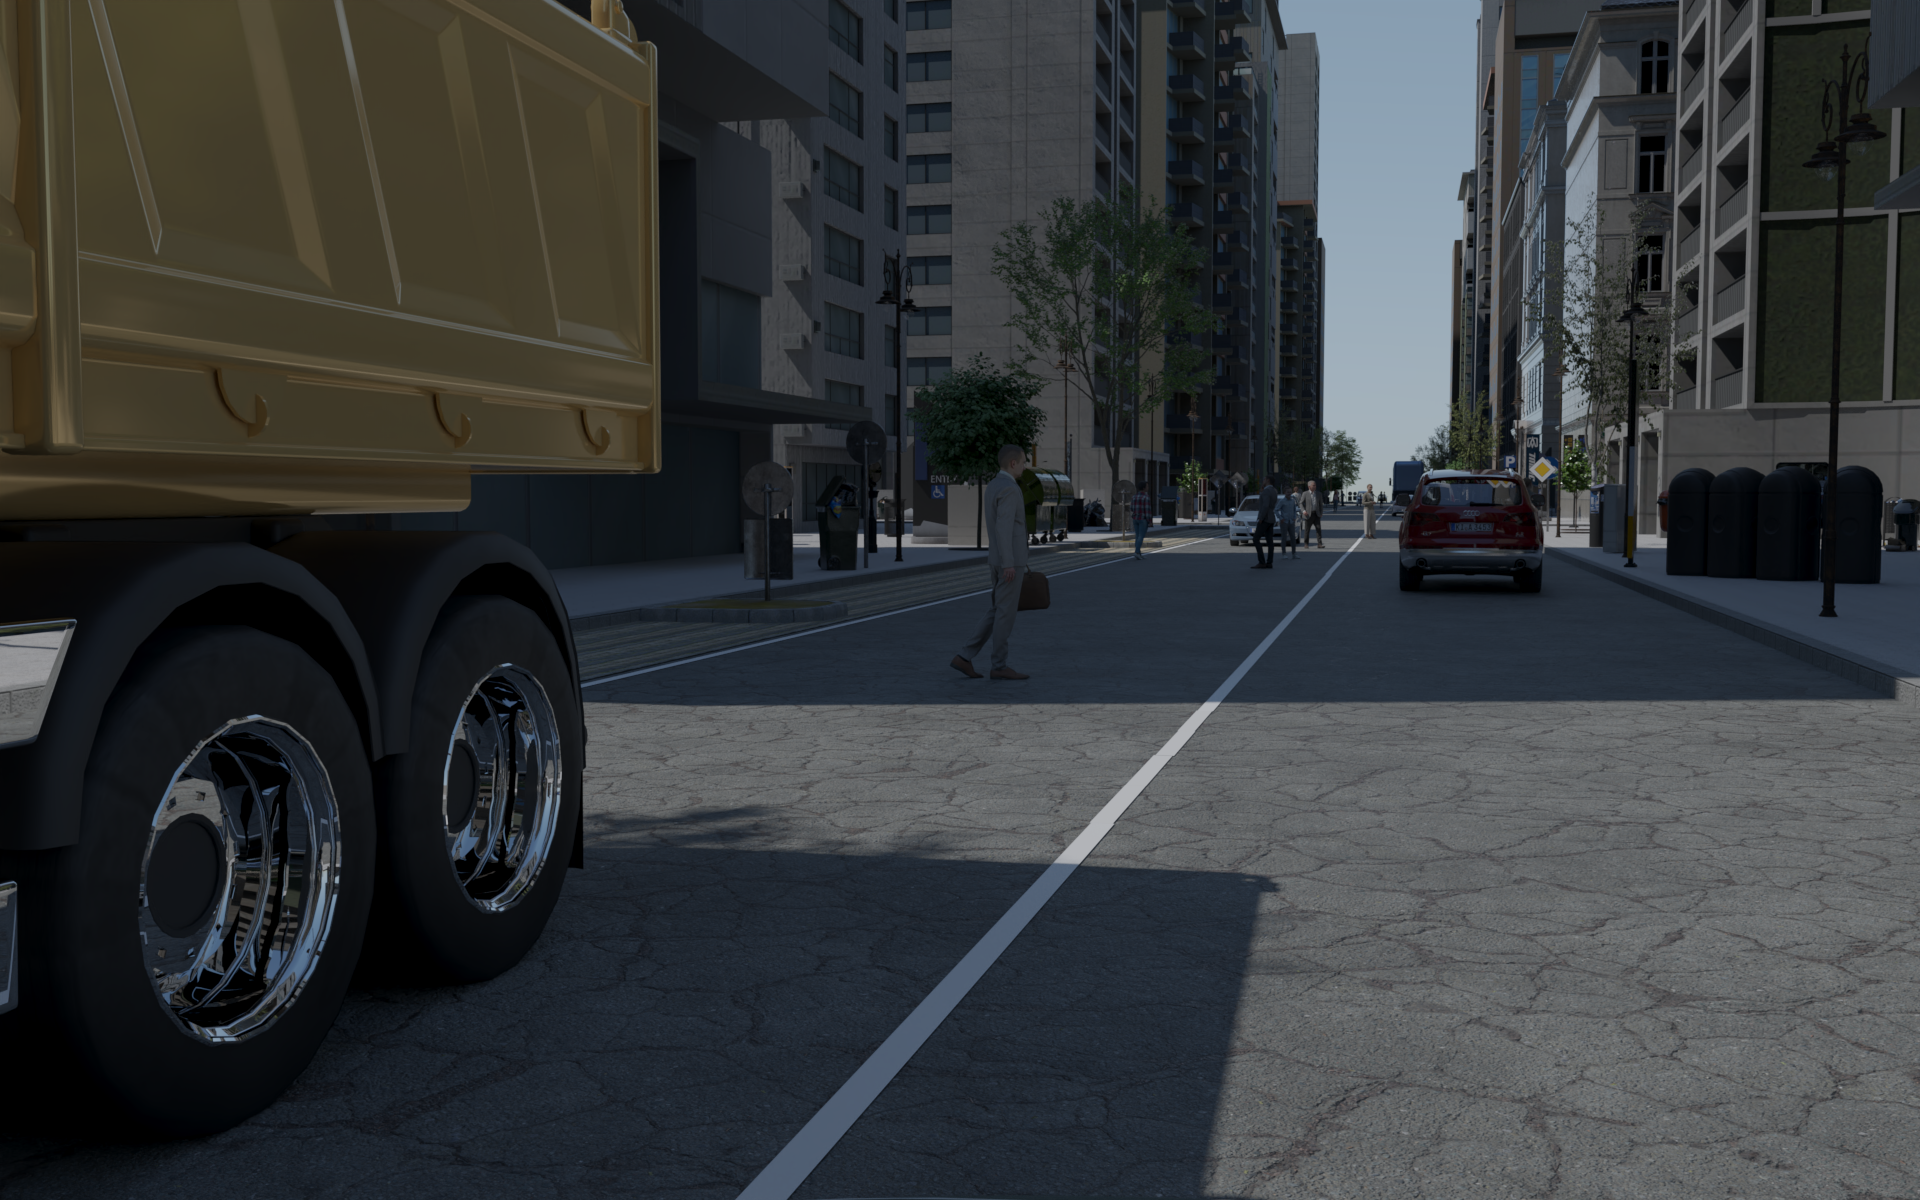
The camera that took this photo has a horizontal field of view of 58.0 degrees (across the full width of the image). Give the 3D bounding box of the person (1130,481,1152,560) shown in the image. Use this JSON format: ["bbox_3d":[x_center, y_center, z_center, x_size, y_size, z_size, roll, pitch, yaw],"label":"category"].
[{"bbox_3d":[3.944,-1.750,37.947,0.643,1.720,0.563,-3,4,-36],"label":"person"}]

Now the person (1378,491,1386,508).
[{"bbox_3d":[43.180,-10.270,177.199,0.721,1.735,1.217,-2,4,-30],"label":"person"}]

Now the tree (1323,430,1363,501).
[{"bbox_3d":[67.380,-23.684,305.362,7.486,12.596,7.792,0,3,0],"label":"tree"}]

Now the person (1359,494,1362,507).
[{"bbox_3d":[44.287,-10.971,191.095,0.599,1.433,0.991,0,4,5],"label":"person"}]

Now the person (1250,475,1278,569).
[{"bbox_3d":[5.870,-1.510,33.378,0.592,1.802,0.473,-3,5,-44],"label":"person"}]

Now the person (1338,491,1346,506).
[{"bbox_3d":[44.072,-11.684,199.613,1.350,1.814,0.705,-3,4,-39],"label":"person"}]

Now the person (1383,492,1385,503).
[{"bbox_3d":[67.784,-16.399,276.556,0.705,1.831,1.348,1,4,15],"label":"person"}]

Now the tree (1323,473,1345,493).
[{"bbox_3d":[55.979,-16.870,259.529,4.285,4.588,4.351,0,3,0],"label":"tree"}]

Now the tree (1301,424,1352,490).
[{"bbox_3d":[47.847,-17.851,226.271,7.601,10.594,8.767,2,4,32],"label":"tree"}]

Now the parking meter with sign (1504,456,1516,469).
[{"bbox_3d":[24.874,-5.001,78.026,0.543,3.016,1.738,1,4,10],"label":"parking meter with sign"}]

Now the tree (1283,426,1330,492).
[{"bbox_3d":[39.225,-14.849,193.138,4.737,8.622,4.395,0,3,0],"label":"tree"}]

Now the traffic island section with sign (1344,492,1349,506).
[{"bbox_3d":[43.916,-11.805,201.632,1.989,1.847,2.006,1,4,14],"label":"traffic island section with sign"}]

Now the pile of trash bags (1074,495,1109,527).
[{"bbox_3d":[4.644,-3.618,68.906,1.912,1.369,3.447,-1,4,-10],"label":"pile of trash bags"}]

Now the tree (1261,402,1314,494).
[{"bbox_3d":[25.751,-11.463,137.789,4.360,8.622,3.978,0,3,0],"label":"tree"}]

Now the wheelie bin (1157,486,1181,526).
[{"bbox_3d":[8.418,-3.781,69.735,0.980,1.594,0.693,1,4,17],"label":"wheelie bin"}]

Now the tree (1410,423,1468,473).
[{"bbox_3d":[63.286,-17.996,228.643,8.767,10.594,7.601,1,4,15],"label":"tree"}]

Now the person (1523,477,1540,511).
[{"bbox_3d":[11.051,-1.512,33.770,0.519,1.759,0.362,2,4,31],"label":"person"}]

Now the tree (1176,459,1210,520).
[{"bbox_3d":[11.652,-5.668,87.273,1.663,3.219,1.824,0,3,0],"label":"tree"}]

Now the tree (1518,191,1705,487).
[{"bbox_3d":[16.058,-5.668,43.030,4.360,8.622,3.978,0,3,0],"label":"tree"}]

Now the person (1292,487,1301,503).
[{"bbox_3d":[15.187,-4.224,78.138,0.480,1.755,0.524,0,4,0],"label":"person"}]

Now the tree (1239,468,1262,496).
[{"bbox_3d":[19.407,-7.481,116.912,1.663,3.219,1.824,0,3,0],"label":"tree"}]

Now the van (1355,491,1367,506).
[{"bbox_3d":[49.215,-12.499,211.365,2.013,2.044,4.112,1,4,13],"label":"van"}]

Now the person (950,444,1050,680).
[{"bbox_3d":[0.361,-0.292,13.387,0.853,1.813,0.709,-1,4,-17],"label":"person"}]

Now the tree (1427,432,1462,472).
[{"bbox_3d":[56.991,-15.407,202.270,4.360,8.622,3.978,0,3,0],"label":"tree"}]

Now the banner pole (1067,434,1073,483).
[{"bbox_3d":[4.563,-5.028,72.217,0.401,3.779,0.863,-1,4,-11],"label":"banner pole"}]

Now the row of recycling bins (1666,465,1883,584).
[{"bbox_3d":[12.212,-1.166,26.171,1.069,1.692,3.534,-2,4,-28],"label":"row of recycling bins"}]

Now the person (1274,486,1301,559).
[{"bbox_3d":[7.232,-1.710,38.268,0.589,1.601,0.330,-1,4,-13],"label":"person"}]

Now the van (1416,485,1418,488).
[{"bbox_3d":[18.234,-3.653,66.741,2.013,2.044,4.112,1,4,14],"label":"van"}]

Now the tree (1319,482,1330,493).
[{"bbox_3d":[52.151,-15.399,246.371,1.663,3.219,1.824,0,3,0],"label":"tree"}]

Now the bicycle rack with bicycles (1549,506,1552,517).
[{"bbox_3d":[31.234,-5.038,95.748,2.925,0.926,2.852,-1,4,-11],"label":"bicycle rack with bicycles"}]

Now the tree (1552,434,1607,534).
[{"bbox_3d":[19.971,-3.776,56.346,1.663,3.219,1.824,0,3,0],"label":"tree"}]

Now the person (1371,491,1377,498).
[{"bbox_3d":[49.162,-12.144,207.019,1.348,1.831,0.705,1,4,13],"label":"person"}]

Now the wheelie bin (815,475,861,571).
[{"bbox_3d":[-2.050,-1.308,29.296,0.693,1.594,0.980,-1,4,-19],"label":"wheelie bin"}]

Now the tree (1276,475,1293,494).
[{"bbox_3d":[29.939,-10.130,160.228,1.663,3.219,1.824,0,3,0],"label":"tree"}]

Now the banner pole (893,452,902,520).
[{"bbox_3d":[-3.110,-5.937,87.094,0.863,3.779,0.401,-1,4,-19],"label":"banner pole"}]

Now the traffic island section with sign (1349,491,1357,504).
[{"bbox_3d":[57.392,-15.036,254.459,1.989,1.847,2.006,1,4,14],"label":"traffic island section with sign"}]

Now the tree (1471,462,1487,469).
[{"bbox_3d":[31.286,-6.749,104.954,1.663,3.219,1.824,0,3,0],"label":"tree"}]

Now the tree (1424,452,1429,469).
[{"bbox_3d":[59.228,-16.041,212.637,4.737,8.622,4.395,0,3,0],"label":"tree"}]

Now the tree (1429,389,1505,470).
[{"bbox_3d":[35.609,-10.406,120.494,4.737,8.622,4.395,0,3,0],"label":"tree"}]

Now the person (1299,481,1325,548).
[{"bbox_3d":[9.262,-2.232,45.389,0.661,1.777,0.834,-1,4,-16],"label":"person"}]

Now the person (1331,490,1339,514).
[{"bbox_3d":[27.206,-7.123,125.548,0.593,1.750,0.643,2,4,26],"label":"person"}]

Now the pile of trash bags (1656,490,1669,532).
[{"bbox_3d":[16.895,-1.755,38.454,3.447,1.369,1.912,-1,4,-22],"label":"pile of trash bags"}]

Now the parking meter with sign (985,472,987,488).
[{"bbox_3d":[1.825,-4.443,68.902,1.738,3.016,0.543,-1,4,-18],"label":"parking meter with sign"}]

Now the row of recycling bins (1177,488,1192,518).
[{"bbox_3d":[11.827,-5.249,92.933,1.069,1.692,3.534,0,4,-5],"label":"row of recycling bins"}]

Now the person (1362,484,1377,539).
[{"bbox_3d":[13.105,-2.832,55.348,0.519,1.759,0.362,-3,4,-36],"label":"person"}]

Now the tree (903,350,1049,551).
[{"bbox_3d":[0.365,-3.423,39.678,4.285,4.588,4.351,0,3,0],"label":"tree"}]

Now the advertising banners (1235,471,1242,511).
[{"bbox_3d":[21.142,-8.258,131.200,0.090,3.025,2.074,1,4,23],"label":"advertising banners"}]

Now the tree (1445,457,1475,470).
[{"bbox_3d":[44.136,-10.326,152.535,4.285,4.588,4.351,0,3,0],"label":"tree"}]

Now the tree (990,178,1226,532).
[{"bbox_3d":[5.138,-8.129,58.671,9.928,11.665,9.643,0,3,0],"label":"tree"}]
